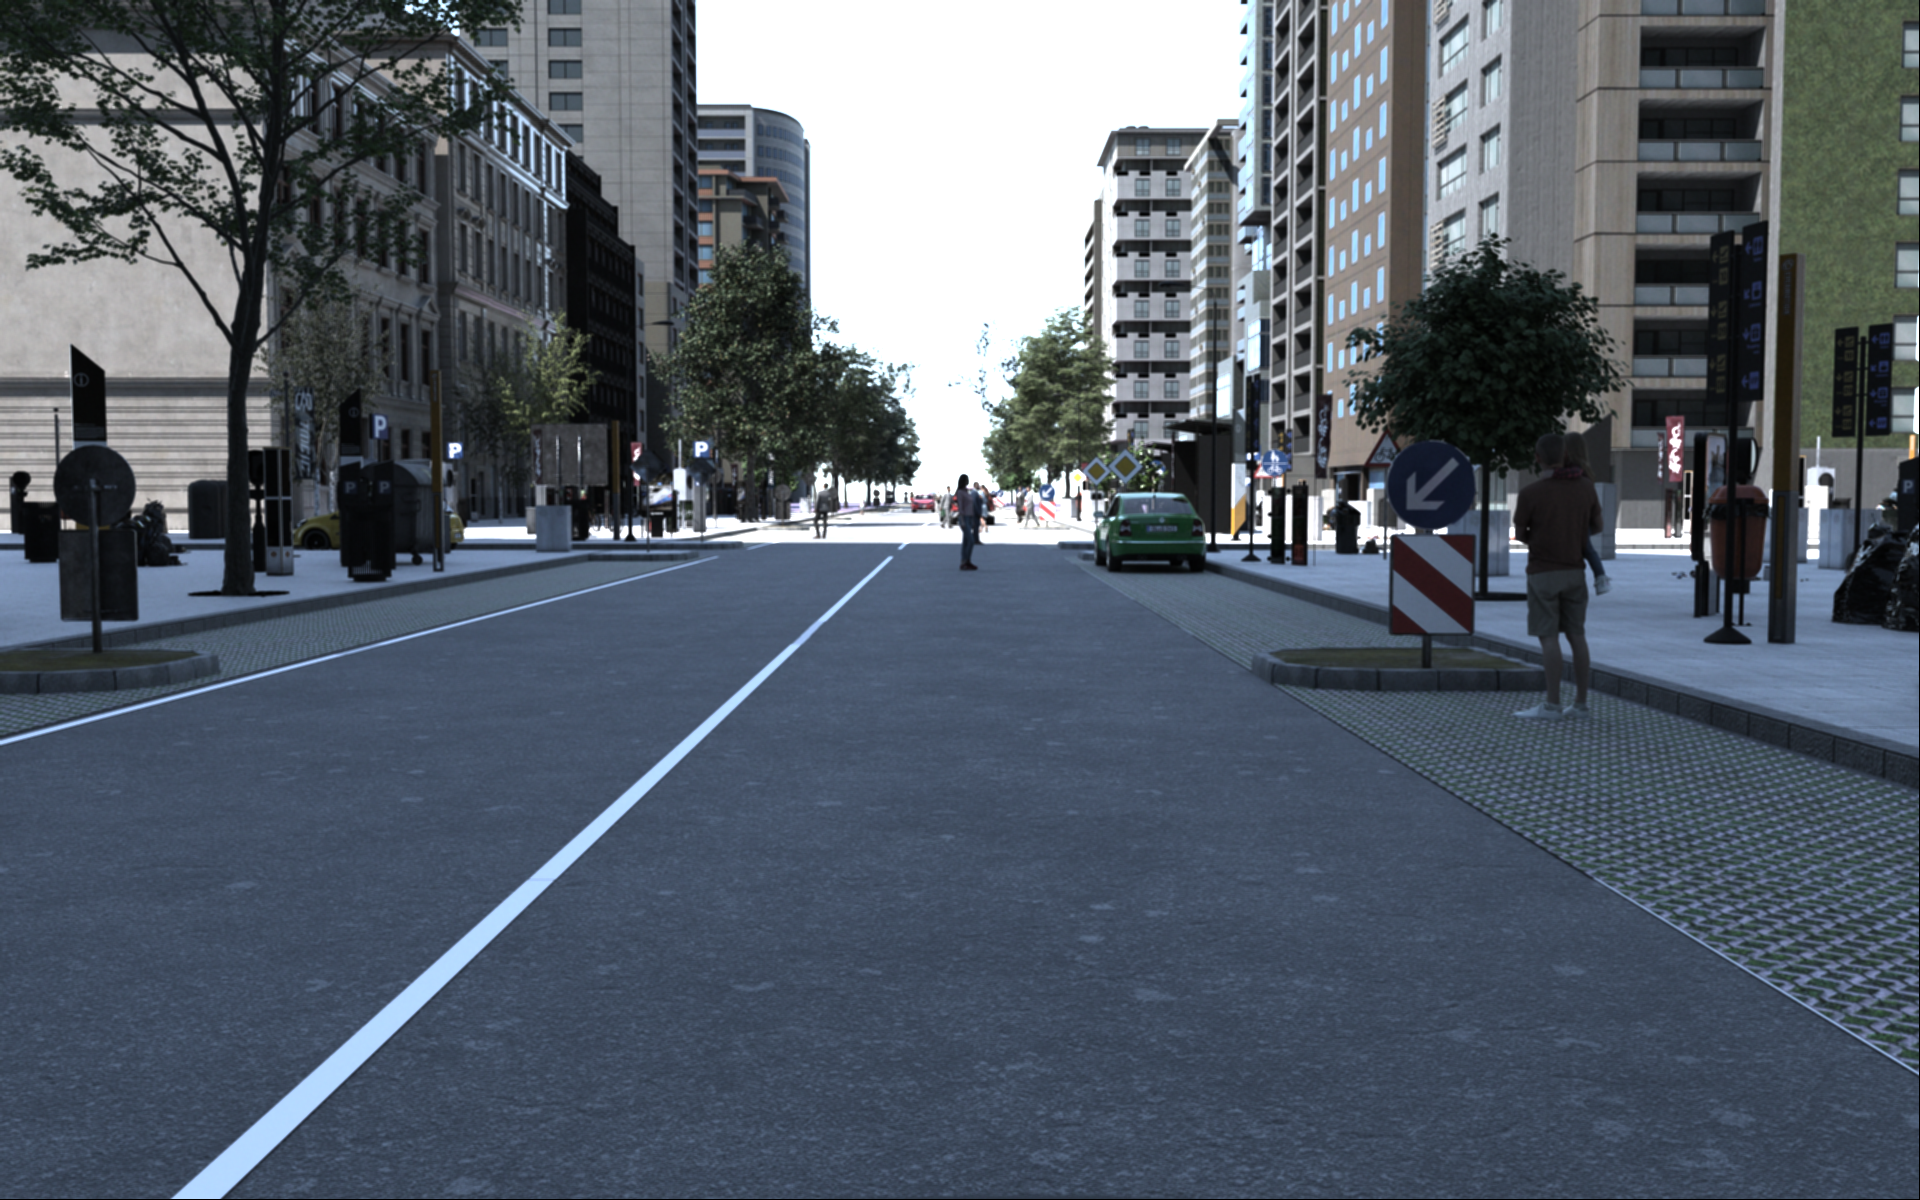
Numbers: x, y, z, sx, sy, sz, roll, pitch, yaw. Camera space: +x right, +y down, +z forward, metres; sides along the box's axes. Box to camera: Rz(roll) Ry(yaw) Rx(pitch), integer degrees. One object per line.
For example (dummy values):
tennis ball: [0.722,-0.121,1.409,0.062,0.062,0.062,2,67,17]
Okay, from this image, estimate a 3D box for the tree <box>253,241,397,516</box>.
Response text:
tree: [-18.493,-6.085,49.849,4.360,8.622,3.978,0,3,0]

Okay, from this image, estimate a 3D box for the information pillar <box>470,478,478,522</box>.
information pillar: [-22.262,-4.580,79.372,0.304,2.012,0.304,-1,4,-9]

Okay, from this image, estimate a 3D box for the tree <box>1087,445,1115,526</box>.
tree: [5.856,-4.542,68.855,1.663,3.219,1.824,0,3,0]

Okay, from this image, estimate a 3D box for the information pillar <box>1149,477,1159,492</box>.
information pillar: [6.602,-3.354,59.332,0.304,2.012,0.304,-3,5,-44]

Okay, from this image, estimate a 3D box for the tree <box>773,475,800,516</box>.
tree: [-10.101,-6.426,99.671,1.663,3.219,1.824,0,3,0]

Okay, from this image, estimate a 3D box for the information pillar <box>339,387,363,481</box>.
information pillar: [-13.304,-2.848,37.927,0.504,3.616,0.183,0,4,2]

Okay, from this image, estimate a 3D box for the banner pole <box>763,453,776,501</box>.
banner pole: [-9.752,-5.993,87.998,0.863,3.779,0.401,1,4,13]

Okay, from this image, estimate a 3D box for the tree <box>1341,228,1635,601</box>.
tree: [6.548,-2.298,21.285,4.285,4.588,4.351,0,3,0]

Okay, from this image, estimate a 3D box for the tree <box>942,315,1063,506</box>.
tree: [4.979,-20.061,183.885,12.611,20.169,13.585,0,3,0]

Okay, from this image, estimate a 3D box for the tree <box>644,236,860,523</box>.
tree: [-9.315,-9.790,77.072,9.611,12.733,9.660,0,3,0]

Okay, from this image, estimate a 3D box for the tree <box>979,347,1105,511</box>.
tree: [6.651,-13.024,129.946,9.611,12.733,9.660,0,3,0]

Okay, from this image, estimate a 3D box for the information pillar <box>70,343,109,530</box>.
information pillar: [-13.633,-2.188,27.124,0.504,3.616,0.183,-2,4,-30]

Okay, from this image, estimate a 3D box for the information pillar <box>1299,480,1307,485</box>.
information pillar: [17.884,-5.259,90.475,0.304,2.012,0.304,-1,4,-22]

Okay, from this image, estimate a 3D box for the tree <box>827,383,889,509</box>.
tree: [-10.098,-13.928,153.470,9.928,11.665,9.643,0,3,0]

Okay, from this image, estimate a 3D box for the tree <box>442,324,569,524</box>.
tree: [-19.857,-7.568,74.101,4.360,8.622,3.978,0,3,0]

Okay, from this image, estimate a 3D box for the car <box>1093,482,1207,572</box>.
car: [3.585,-1.490,33.156,1.959,1.807,4.718,0,4,-1]

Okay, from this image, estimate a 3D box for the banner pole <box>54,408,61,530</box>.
banner pole: [-26.209,-3.692,50.387,0.401,3.779,0.863,-1,4,-20]

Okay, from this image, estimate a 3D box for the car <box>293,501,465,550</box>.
car: [-14.047,-1.929,41.771,3.980,1.641,2.015,0,4,2]

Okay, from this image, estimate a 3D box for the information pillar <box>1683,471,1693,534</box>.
information pillar: [23.324,-3.106,55.276,0.304,2.012,0.304,-2,4,-27]

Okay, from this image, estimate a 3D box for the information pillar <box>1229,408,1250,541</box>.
information pillar: [7.582,-3.411,47.130,0.504,3.616,0.183,-3,4,-38]

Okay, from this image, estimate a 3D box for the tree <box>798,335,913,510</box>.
tree: [-9.816,-14.192,138.688,9.857,13.997,8.962,0,3,0]

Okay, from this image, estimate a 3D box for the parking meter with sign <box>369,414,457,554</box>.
parking meter with sign: [-11.885,-2.525,37.550,1.738,3.016,0.543,1,4,19]

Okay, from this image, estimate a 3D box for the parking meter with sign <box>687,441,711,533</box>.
parking meter with sign: [-8.683,-3.764,57.799,0.543,3.016,1.738,-1,4,-13]

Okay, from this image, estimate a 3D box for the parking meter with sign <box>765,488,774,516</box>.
parking meter with sign: [-11.401,-6.562,103.552,0.543,3.016,1.738,-1,4,-22]

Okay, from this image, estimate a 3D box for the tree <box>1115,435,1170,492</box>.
tree: [6.093,-3.819,57.035,1.663,3.219,1.824,0,3,0]

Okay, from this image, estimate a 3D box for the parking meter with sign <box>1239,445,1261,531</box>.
parking meter with sign: [10.143,-3.949,60.829,0.543,3.016,1.738,1,4,19]

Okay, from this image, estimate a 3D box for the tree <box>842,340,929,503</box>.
tree: [-10.459,-22.018,215.890,12.611,20.169,13.585,0,3,0]

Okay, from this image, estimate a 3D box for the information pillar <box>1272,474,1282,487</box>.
information pillar: [15.516,-5.705,84.625,0.504,3.616,0.183,-1,4,-10]

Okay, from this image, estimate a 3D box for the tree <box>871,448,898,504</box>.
tree: [-10.224,-17.004,228.382,4.360,8.622,3.978,0,3,0]

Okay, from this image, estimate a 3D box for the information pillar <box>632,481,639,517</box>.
information pillar: [-18.144,-5.648,96.838,0.304,2.012,0.304,0,4,-2]

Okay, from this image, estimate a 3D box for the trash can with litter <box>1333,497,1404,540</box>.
trash can with litter: [11.766,-2.334,49.215,2.233,1.210,1.678,1,4,19]

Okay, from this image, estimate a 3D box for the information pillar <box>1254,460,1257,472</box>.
information pillar: [13.064,-5.275,77.593,0.504,3.616,0.183,2,4,25]

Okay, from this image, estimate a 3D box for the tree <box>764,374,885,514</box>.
tree: [-9.659,-11.873,128.537,8.767,10.594,7.601,0,4,1]

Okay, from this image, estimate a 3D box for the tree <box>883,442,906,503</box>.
tree: [-9.179,-17.744,240.476,4.737,8.622,4.395,0,3,0]

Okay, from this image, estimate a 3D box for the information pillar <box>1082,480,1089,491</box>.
information pillar: [6.544,-5.252,90.357,0.304,2.012,0.304,2,4,25]

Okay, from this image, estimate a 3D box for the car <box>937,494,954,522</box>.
car: [-0.147,-4.813,90.489,2.131,1.459,4.920,0,4,-1]

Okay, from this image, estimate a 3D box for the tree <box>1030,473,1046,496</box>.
tree: [6.486,-9.262,146.043,1.663,3.219,1.824,0,3,0]

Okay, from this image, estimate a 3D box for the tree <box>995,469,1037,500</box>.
tree: [5.770,-11.170,166.349,4.285,4.588,4.351,0,3,0]

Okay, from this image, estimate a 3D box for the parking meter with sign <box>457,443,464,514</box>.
parking meter with sign: [-17.124,-3.770,57.907,0.543,3.016,1.738,0,4,2]

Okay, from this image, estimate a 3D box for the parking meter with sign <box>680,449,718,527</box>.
parking meter with sign: [-10.249,-4.323,66.946,1.738,3.016,0.543,0,4,4]

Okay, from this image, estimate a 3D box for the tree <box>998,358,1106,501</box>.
tree: [6.222,-11.028,114.716,8.767,10.594,7.601,3,5,43]

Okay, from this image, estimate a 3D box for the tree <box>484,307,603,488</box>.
tree: [-16.122,-7.156,67.361,4.737,8.622,4.395,0,3,0]

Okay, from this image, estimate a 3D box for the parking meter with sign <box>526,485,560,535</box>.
parking meter with sign: [-13.302,-3.630,55.615,0.543,3.016,1.738,1,4,18]

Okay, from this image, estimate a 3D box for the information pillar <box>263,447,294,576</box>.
information pillar: [-10.719,-1.391,27.241,0.304,2.012,0.304,1,4,15]

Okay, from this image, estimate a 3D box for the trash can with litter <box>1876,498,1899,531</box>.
trash can with litter: [26.418,-2.292,48.856,1.055,1.170,0.624,-1,4,-22]

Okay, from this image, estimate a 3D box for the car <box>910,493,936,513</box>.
car: [-2.812,-7.744,135.657,2.155,1.783,4.494,0,4,2]

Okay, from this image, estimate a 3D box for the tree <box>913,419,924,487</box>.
tree: [-10.251,-17.469,192.277,9.857,13.997,8.962,0,3,0]

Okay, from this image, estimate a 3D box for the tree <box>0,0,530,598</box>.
tree: [-8.973,-5.863,21.609,9.928,11.665,9.643,0,3,0]

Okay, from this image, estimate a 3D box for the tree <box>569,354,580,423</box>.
tree: [-20.028,-8.096,82.737,4.360,8.622,3.978,0,3,0]

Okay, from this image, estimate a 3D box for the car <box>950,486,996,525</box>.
car: [0.551,-4.425,81.023,2.281,1.827,5.304,0,4,-1]

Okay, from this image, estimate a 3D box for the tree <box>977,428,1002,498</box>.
tree: [6.213,-20.932,267.986,9.928,11.665,9.643,0,3,0]

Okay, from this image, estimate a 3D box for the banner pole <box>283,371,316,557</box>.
banner pole: [-13.533,-2.778,35.430,0.401,3.779,0.863,3,4,38]

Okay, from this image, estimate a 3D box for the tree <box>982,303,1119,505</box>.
tree: [6.108,-11.336,103.476,7.486,12.596,7.792,0,3,0]

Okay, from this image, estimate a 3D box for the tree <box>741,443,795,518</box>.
tree: [-10.110,-6.677,92.883,4.285,4.588,4.351,0,3,0]

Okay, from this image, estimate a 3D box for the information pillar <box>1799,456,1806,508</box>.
information pillar: [16.068,-1.769,33.416,0.304,2.012,0.304,0,4,-6]

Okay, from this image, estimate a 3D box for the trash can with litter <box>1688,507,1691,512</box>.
trash can with litter: [20.750,-2.232,47.879,1.055,1.170,0.624,0,4,4]

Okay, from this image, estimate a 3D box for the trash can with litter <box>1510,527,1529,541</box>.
trash can with litter: [15.691,-2.198,46.989,1.678,1.210,2.233,-3,5,-42]

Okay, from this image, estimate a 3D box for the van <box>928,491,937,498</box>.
van: [-4.391,-16.331,274.027,2.013,2.044,4.112,0,4,2]
